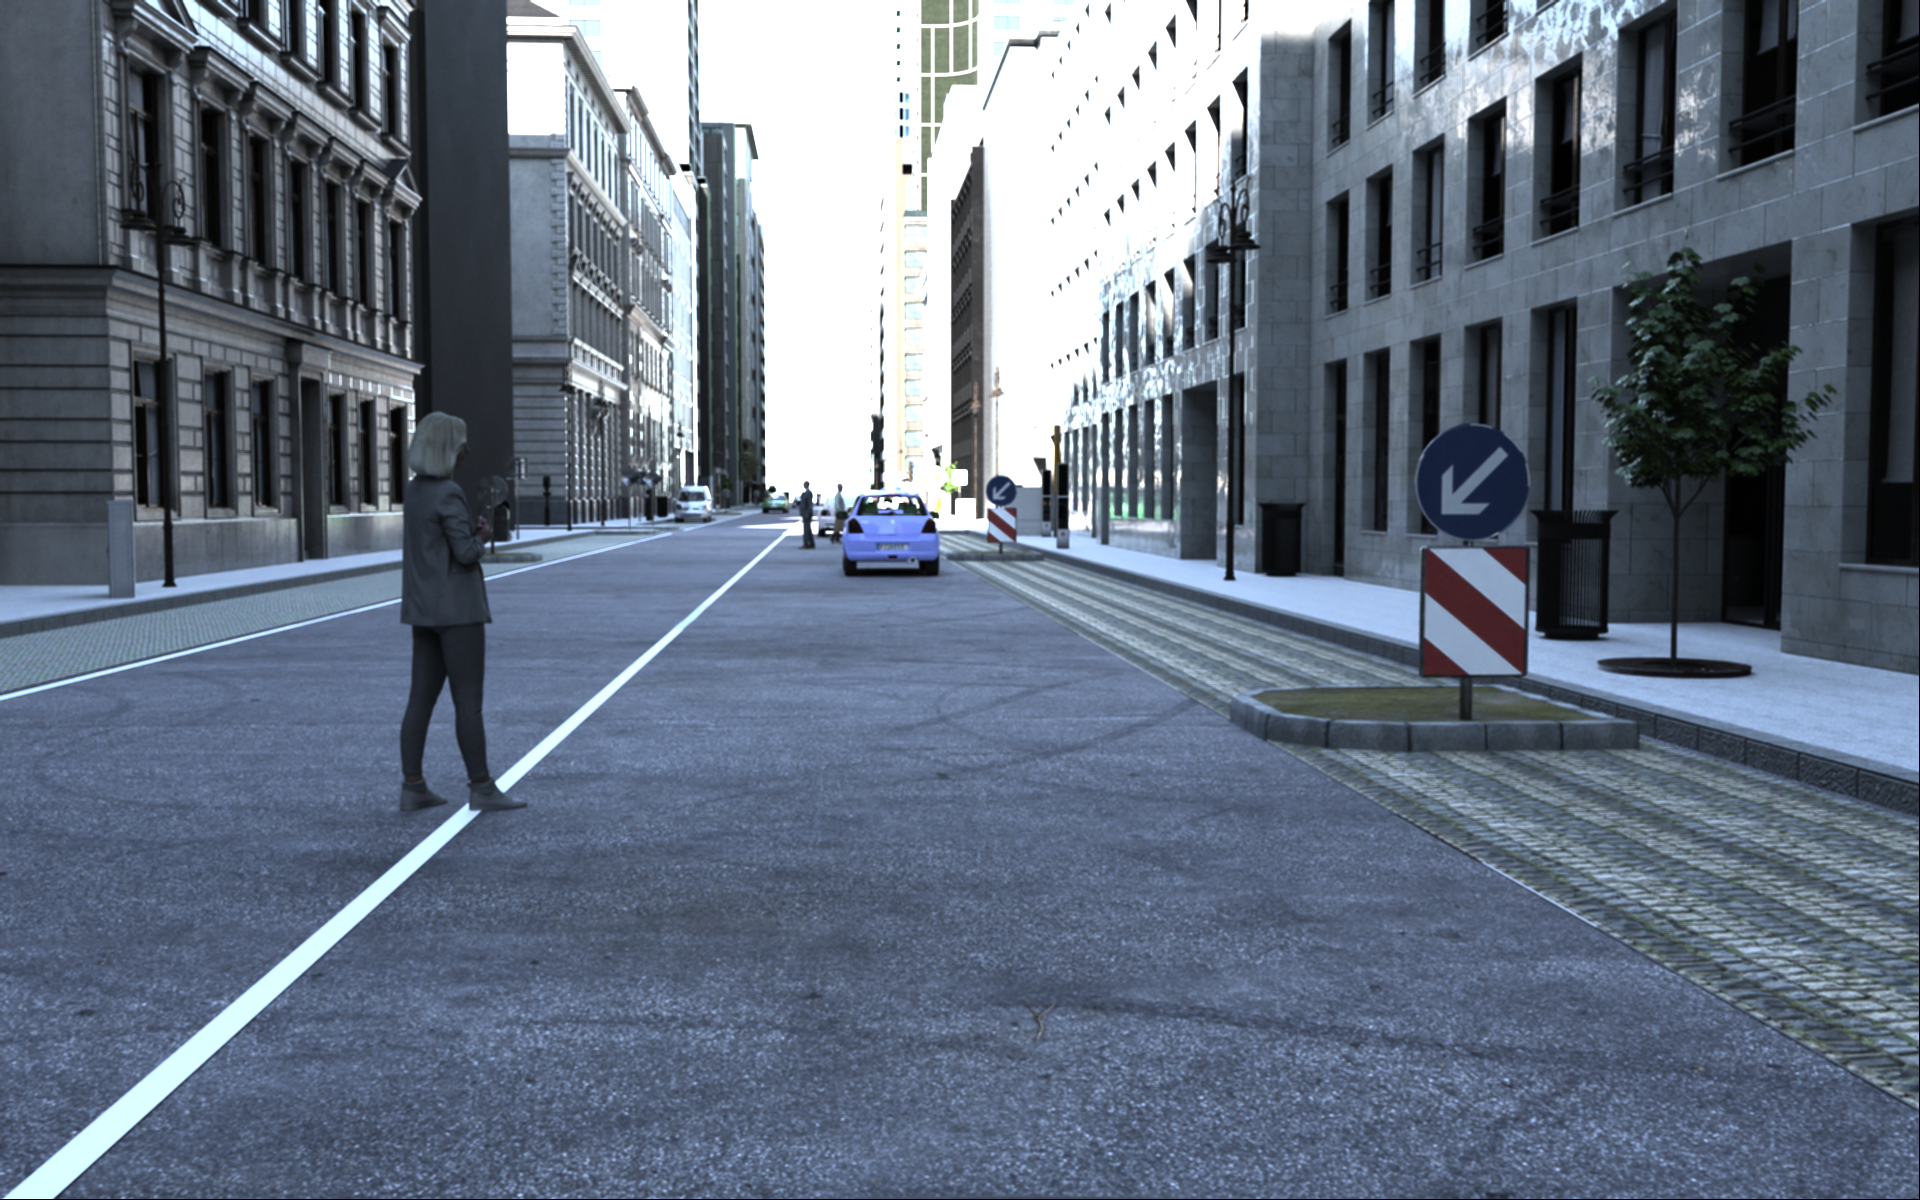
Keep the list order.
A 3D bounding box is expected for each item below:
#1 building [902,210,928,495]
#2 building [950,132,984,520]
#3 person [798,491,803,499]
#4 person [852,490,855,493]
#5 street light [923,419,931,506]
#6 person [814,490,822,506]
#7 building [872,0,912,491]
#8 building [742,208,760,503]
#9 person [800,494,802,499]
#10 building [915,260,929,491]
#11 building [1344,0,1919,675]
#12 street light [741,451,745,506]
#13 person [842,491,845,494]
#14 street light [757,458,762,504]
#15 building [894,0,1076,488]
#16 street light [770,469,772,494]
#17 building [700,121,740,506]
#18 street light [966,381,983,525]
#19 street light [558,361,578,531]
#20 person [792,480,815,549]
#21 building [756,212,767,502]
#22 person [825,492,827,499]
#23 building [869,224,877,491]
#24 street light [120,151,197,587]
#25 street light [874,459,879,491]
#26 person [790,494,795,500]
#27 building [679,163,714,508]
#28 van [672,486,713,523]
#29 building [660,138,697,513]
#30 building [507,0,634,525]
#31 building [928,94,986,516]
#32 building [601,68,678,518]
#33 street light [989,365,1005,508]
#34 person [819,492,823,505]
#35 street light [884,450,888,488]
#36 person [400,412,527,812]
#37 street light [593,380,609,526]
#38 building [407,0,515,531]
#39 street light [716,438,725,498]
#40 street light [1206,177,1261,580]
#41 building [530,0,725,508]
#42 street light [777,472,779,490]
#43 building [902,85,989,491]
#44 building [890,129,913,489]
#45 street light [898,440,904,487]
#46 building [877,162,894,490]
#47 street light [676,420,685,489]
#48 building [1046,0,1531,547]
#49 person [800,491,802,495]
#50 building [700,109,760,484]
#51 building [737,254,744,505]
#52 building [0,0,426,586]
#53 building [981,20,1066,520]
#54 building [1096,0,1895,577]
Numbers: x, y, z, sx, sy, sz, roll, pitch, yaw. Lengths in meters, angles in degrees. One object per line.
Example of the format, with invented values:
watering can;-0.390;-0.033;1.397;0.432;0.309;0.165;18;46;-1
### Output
building;1.004;-24.877;178.441;14.160;30.474;14.107;0;4;-4
building;6.149;-16.213;94.768;12.332;23.373;15.834;0;4;-4
person;-15.947;-10.103;174.479;0.721;1.735;1.217;-3;4;-36
person;-9.168;-8.626;149.532;0.705;1.824;1.348;-2;4;-25
street light;-2.081;-8.227;107.292;0.468;5.910;1.993;0;4;-4
person;-14.465;-10.224;175.643;1.348;1.826;0.705;3;5;39
building;-2.055;-58.288;265.673;22.319;86.520;31.000;0;4;-4
building;-37.620;-37.449;262.401;14.600;45.320;14.200;0;4;-4
person;-15.611;-9.743;171.059;0.557;1.426;1.065;-1;4;-19
building;2.775;-18.252;134.578;11.583;22.565;21.152;0;4;-4
building;11.409;-10.068;19.363;10.420;20.320;16.860;0;4;-4
street light;-22.862;-12.829;182.549;0.468;5.910;1.993;0;4;-4
person;-12.567;-10.771;184.478;0.709;1.838;0.599;1;4;14
street light;-26.206;-15.651;228.686;0.468;5.910;1.993;0;4;-4
building;3.134;-46.274;194.834;20.563;71.187;20.611;0;4;-4
street light;-28.880;-17.872;264.996;0.468;5.910;1.993;0;4;-4
building;-31.112;-30.647;184.672;14.154;41.232;14.086;0;4;-4
street light;0.645;-6.005;70.977;0.468;5.910;1.993;0;4;-4
street light;-13.634;-5.353;60.312;0.468;5.910;1.993;0;4;-4
person;-4.087;-2.246;45.397;0.590;1.801;0.661;-1;4;-17
building;-42.482;-40.135;279.910;21.300;48.544;21.600;0;4;-4
person;-19.616;-15.000;253.834;0.705;1.814;1.350;-1;4;-20
building;-4.425;-40.946;293.172;21.300;48.544;21.600;0;4;-4
street light;-10.943;-3.120;23.800;0.468;5.910;1.993;0;4;-4
street light;-11.166;-15.743;230.185;0.468;5.910;1.993;0;4;-4
person;-18.219;-10.952;190.782;0.991;1.433;0.599;0;4;6
building;-29.073;-23.163;150.414;14.160;30.474;14.107;0;4;-4
van;-13.432;-4.906;87.216;2.013;2.044;4.112;0;4;-5
building;-25.868;-18.766;124.840;12.078;24.808;19.932;0;4;-4
building;-21.591;-15.331;79.538;11.050;23.489;19.941;0;4;-4
building;4.499;-18.047;113.095;12.078;24.808;19.932;0;4;-4
building;-23.816;-18.626;101.798;12.463;27.353;25.104;0;4;-4
street light;1.324;-5.455;61.984;0.468;5.910;1.993;0;4;-4
person;-18.695;-13.650;232.342;0.551;1.740;0.621;-2;4;-34
street light;-7.900;-12.903;183.743;0.468;5.910;1.993;0;4;-4
person;-2.320;0.046;7.939;0.526;1.800;0.537;-2;4;-32
street light;-14.354;-5.910;69.423;0.468;5.910;1.993;0;4;-4
building;-22.942;-13.657;52.966;15.834;23.373;12.332;0;4;-4
street light;-19.984;-10.580;145.774;0.468;5.910;1.993;0;4;-4
street light;4.023;-3.233;25.652;0.468;5.910;1.993;0;4;-4
building;-33.328;-44.525;166.230;20.563;71.187;20.611;0;4;-4
street light;-31.642;-20.104;301.487;0.468;5.910;1.993;0;4;-4
building;10.841;-28.578;159.131;32.217;40.220;23.993;0;4;-4
building;-1.332;-34.441;213.215;14.600;45.320;14.200;0;4;-4
street light;-5.004;-10.656;147.019;0.468;5.910;1.993;0;4;-4
building;-0.193;-37.734;240.646;21.300;48.544;21.600;0;4;-4
street light;-17.139;-8.161;106.217;0.468;5.910;1.993;0;4;-4
building;8.860;-12.121;52.924;10.420;20.320;16.860;0;4;-4
person;-21.207;-13.666;232.070;1.348;1.807;0.705;-2;4;-32
building;-42.544;-39.836;240.559;28.713;52.752;27.495;0;4;-4
building;-32.533;-26.190;199.903;14.160;30.474;14.107;0;4;-4
building;-17.185;-10.268;32.506;10.561;19.102;19.286;0;4;-4
building;16.548;-15.900;79.036;30.058;24.678;14.314;0;4;-4
building;9.318;-11.091;36.083;10.420;20.320;16.860;0;4;-4
